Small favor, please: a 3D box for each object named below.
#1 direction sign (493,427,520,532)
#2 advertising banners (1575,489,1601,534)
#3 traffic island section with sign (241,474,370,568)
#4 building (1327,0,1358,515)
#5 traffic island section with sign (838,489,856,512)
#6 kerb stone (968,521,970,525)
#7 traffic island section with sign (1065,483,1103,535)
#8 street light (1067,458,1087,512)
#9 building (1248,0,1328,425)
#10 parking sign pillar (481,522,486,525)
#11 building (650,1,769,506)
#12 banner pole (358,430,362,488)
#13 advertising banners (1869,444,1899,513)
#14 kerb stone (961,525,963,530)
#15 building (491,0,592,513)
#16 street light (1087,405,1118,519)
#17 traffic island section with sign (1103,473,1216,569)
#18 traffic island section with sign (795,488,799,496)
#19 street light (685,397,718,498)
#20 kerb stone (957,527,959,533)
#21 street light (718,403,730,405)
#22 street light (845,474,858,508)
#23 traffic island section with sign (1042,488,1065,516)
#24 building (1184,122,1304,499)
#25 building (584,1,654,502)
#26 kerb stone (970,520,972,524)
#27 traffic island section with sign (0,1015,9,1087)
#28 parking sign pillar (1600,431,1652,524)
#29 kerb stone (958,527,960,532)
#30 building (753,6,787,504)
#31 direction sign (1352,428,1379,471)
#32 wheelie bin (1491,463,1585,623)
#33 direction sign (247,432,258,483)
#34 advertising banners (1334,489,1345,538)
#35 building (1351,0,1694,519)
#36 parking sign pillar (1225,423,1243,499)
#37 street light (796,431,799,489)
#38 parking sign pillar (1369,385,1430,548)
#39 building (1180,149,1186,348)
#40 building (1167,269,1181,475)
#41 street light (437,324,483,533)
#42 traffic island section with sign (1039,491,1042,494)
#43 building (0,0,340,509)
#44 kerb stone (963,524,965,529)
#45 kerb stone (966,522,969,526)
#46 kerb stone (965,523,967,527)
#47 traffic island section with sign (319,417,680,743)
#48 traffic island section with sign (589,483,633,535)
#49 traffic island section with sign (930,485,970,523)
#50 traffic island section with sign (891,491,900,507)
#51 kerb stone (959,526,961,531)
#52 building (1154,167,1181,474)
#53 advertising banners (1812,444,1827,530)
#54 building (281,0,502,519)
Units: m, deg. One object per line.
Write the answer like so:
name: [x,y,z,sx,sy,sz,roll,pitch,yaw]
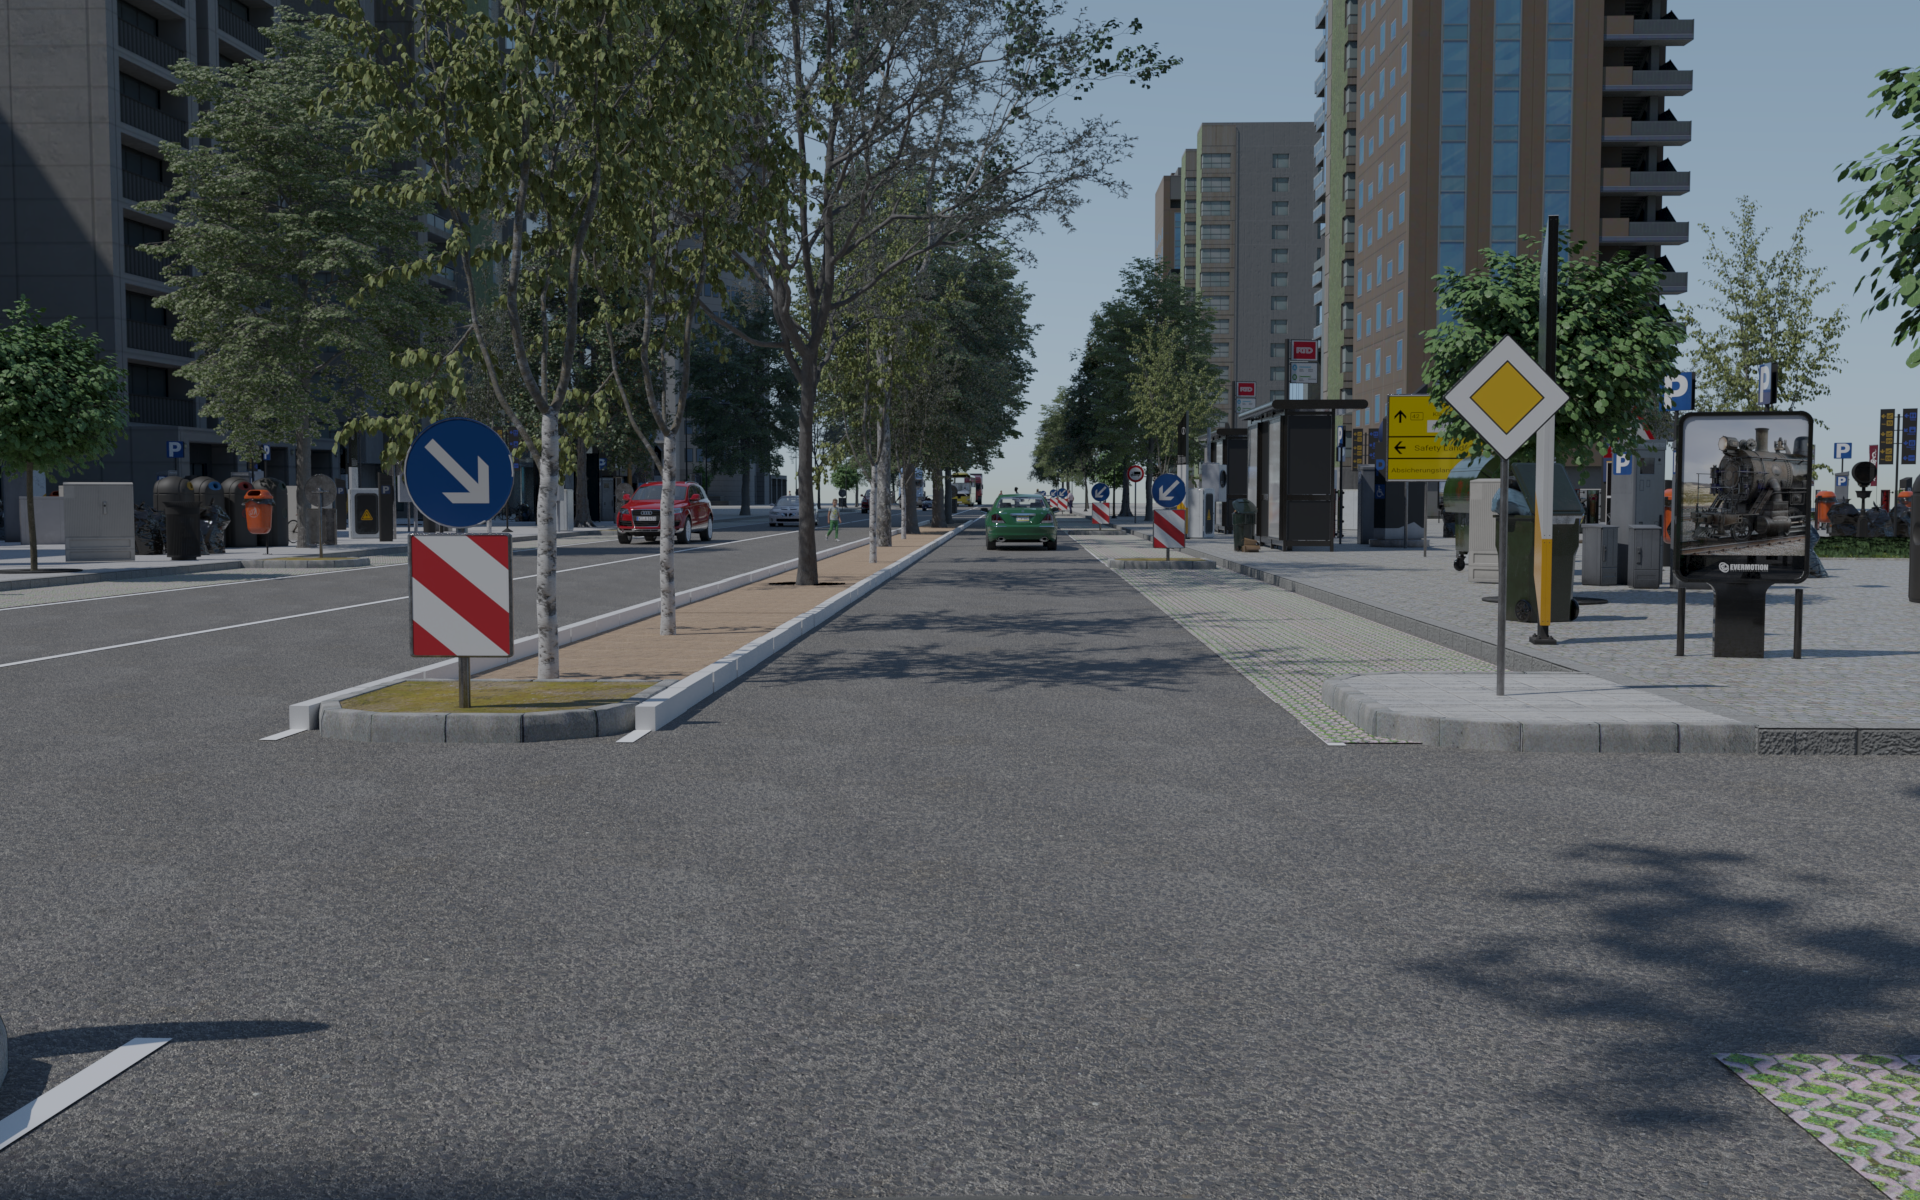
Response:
direction sign: [-15.224,-4.047,58.162,0.876,3.537,0.379,0,4,2]
advertising banners: [18.825,-3.479,53.063,2.074,3.025,0.090,-1,4,-22]
traffic island section with sign: [-12.779,-1.558,34.102,1.989,1.847,2.006,0,4,2]
building: [29.866,-25.962,108.066,14.154,41.232,14.086,0,4,2]
traffic island section with sign: [-9.341,-7.910,137.955,1.989,1.847,2.006,0,4,2]
kerb stone: [0.247,-3.260,75.498,0.120,0.150,1.000,0,4,2]
traffic island section with sign: [4.796,-3.196,60.881,1.989,1.847,2.006,0,4,2]
street light: [8.674,-9.437,126.843,1.470,5.913,1.316,0,4,2]
building: [35.165,-49.963,129.573,22.319,86.520,31.000,0,4,2]
parking sign pillar: [-20.794,-5.181,73.180,1.447,3.967,1.447,3,5,39]
building: [-34.451,-40.131,198.148,21.231,58.520,28.212,0,4,2]
banner pole: [-23.691,-4.771,68.030,0.863,3.779,0.401,3,4,36]
advertising banners: [32.383,-3.937,60.556,0.090,3.025,2.074,0,4,-5]
kerb stone: [-0.050,-2.697,66.289,0.120,0.150,1.000,0,4,2]
building: [-38.032,-30.397,116.603,23.786,49.044,30.456,0,4,2]
street light: [7.535,-7.221,90.611,1.470,5.913,1.316,0,4,2]
traffic island section with sign: [3.891,-1.535,33.729,1.989,1.847,2.006,0,4,2]
traffic island section with sign: [-10.229,-6.259,110.967,1.989,1.847,2.006,0,4,2]
street light: [-12.579,-6.760,83.059,1.470,5.913,1.316,0,4,2]
kerb stone: [-0.185,-2.446,62.185,0.120,0.150,1.000,0,4,2]
street light: [-12.385,-7.074,88.204,1.470,5.913,1.316,0,4,2]
street light: [-9.992,-11.473,160.130,1.470,5.913,1.316,0,4,2]
traffic island section with sign: [6.438,-6.258,110.938,1.989,1.847,2.006,0,4,2]
building: [33.182,-31.186,193.478,14.154,41.232,14.086,0,4,2]
building: [-32.992,-29.892,138.849,14.600,45.320,14.200,0,4,2]
kerb stone: [0.358,-3.447,78.563,0.120,0.150,1.000,0,4,2]
traffic island section with sign: [-3.198,0.283,3.512,2.006,1.907,1.989,0,4,2]
parking sign pillar: [19.417,-3.793,50.486,1.447,3.967,1.447,3,4,38]
kerb stone: [-0.159,-2.508,63.206,0.120,0.150,1.000,0,4,2]
building: [-33.160,-47.953,222.287,20.563,71.187,20.611,0,4,2]
direction sign: [13.977,-4.144,59.753,0.876,3.537,0.379,1,4,17]
wheelie bin: [5.796,-0.587,17.500,0.980,1.594,0.693,-1,4,-22]
direction sign: [-24.294,-4.129,59.504,0.379,3.537,0.876,0,4,-2]
advertising banners: [10.988,-3.350,50.955,0.090,3.025,2.074,0,4,-3]
building: [29.797,-27.138,93.819,14.600,45.320,14.200,0,4,2]
parking sign pillar: [10.468,-4.756,66.229,1.447,3.967,1.447,1,4,22]
street light: [-11.222,-9.281,124.287,1.470,5.913,1.316,0,4,2]
parking sign pillar: [10.702,-3.278,42.070,1.447,3.967,1.447,-2,4,-28]
building: [33.263,-32.047,207.569,14.154,41.232,14.086,0,4,2]
building: [33.307,-27.550,222.151,14.160,30.474,14.107,0,4,2]
street light: [-13.745,-4.586,47.523,1.470,5.913,1.316,0,4,2]
traffic island section with sign: [7.339,-7.905,137.878,1.989,1.847,2.006,0,4,2]
building: [-38.020,-38.704,71.060,20.563,71.187,20.611,0,4,2]
kerb stone: [0.016,-2.822,68.341,0.120,0.150,1.000,0,4,2]
kerb stone: [0.183,-3.135,73.448,0.120,0.150,1.000,0,4,2]
kerb stone: [0.110,-3.009,71.406,0.120,0.150,1.000,0,4,2]
traffic island section with sign: [-2.943,-0.170,10.915,2.006,1.907,1.989,0,4,2]
traffic island section with sign: [-11.897,-3.206,61.043,1.989,1.847,2.006,0,4,2]
traffic island section with sign: [-0.466,-4.763,86.012,2.006,1.907,1.989,0,4,2]
traffic island section with sign: [-7.519,-11.287,193.176,1.989,1.847,2.006,0,4,2]
kerb stone: [-0.126,-2.571,64.232,0.120,0.150,1.000,0,4,2]
building: [34.034,-35.889,236.899,14.600,45.320,14.200,0,4,2]
advertising banners: [30.438,-3.989,61.404,0.090,3.025,2.074,3,5,43]
building: [-34.207,-25.114,94.211,14.154,41.232,14.086,0,4,2]
